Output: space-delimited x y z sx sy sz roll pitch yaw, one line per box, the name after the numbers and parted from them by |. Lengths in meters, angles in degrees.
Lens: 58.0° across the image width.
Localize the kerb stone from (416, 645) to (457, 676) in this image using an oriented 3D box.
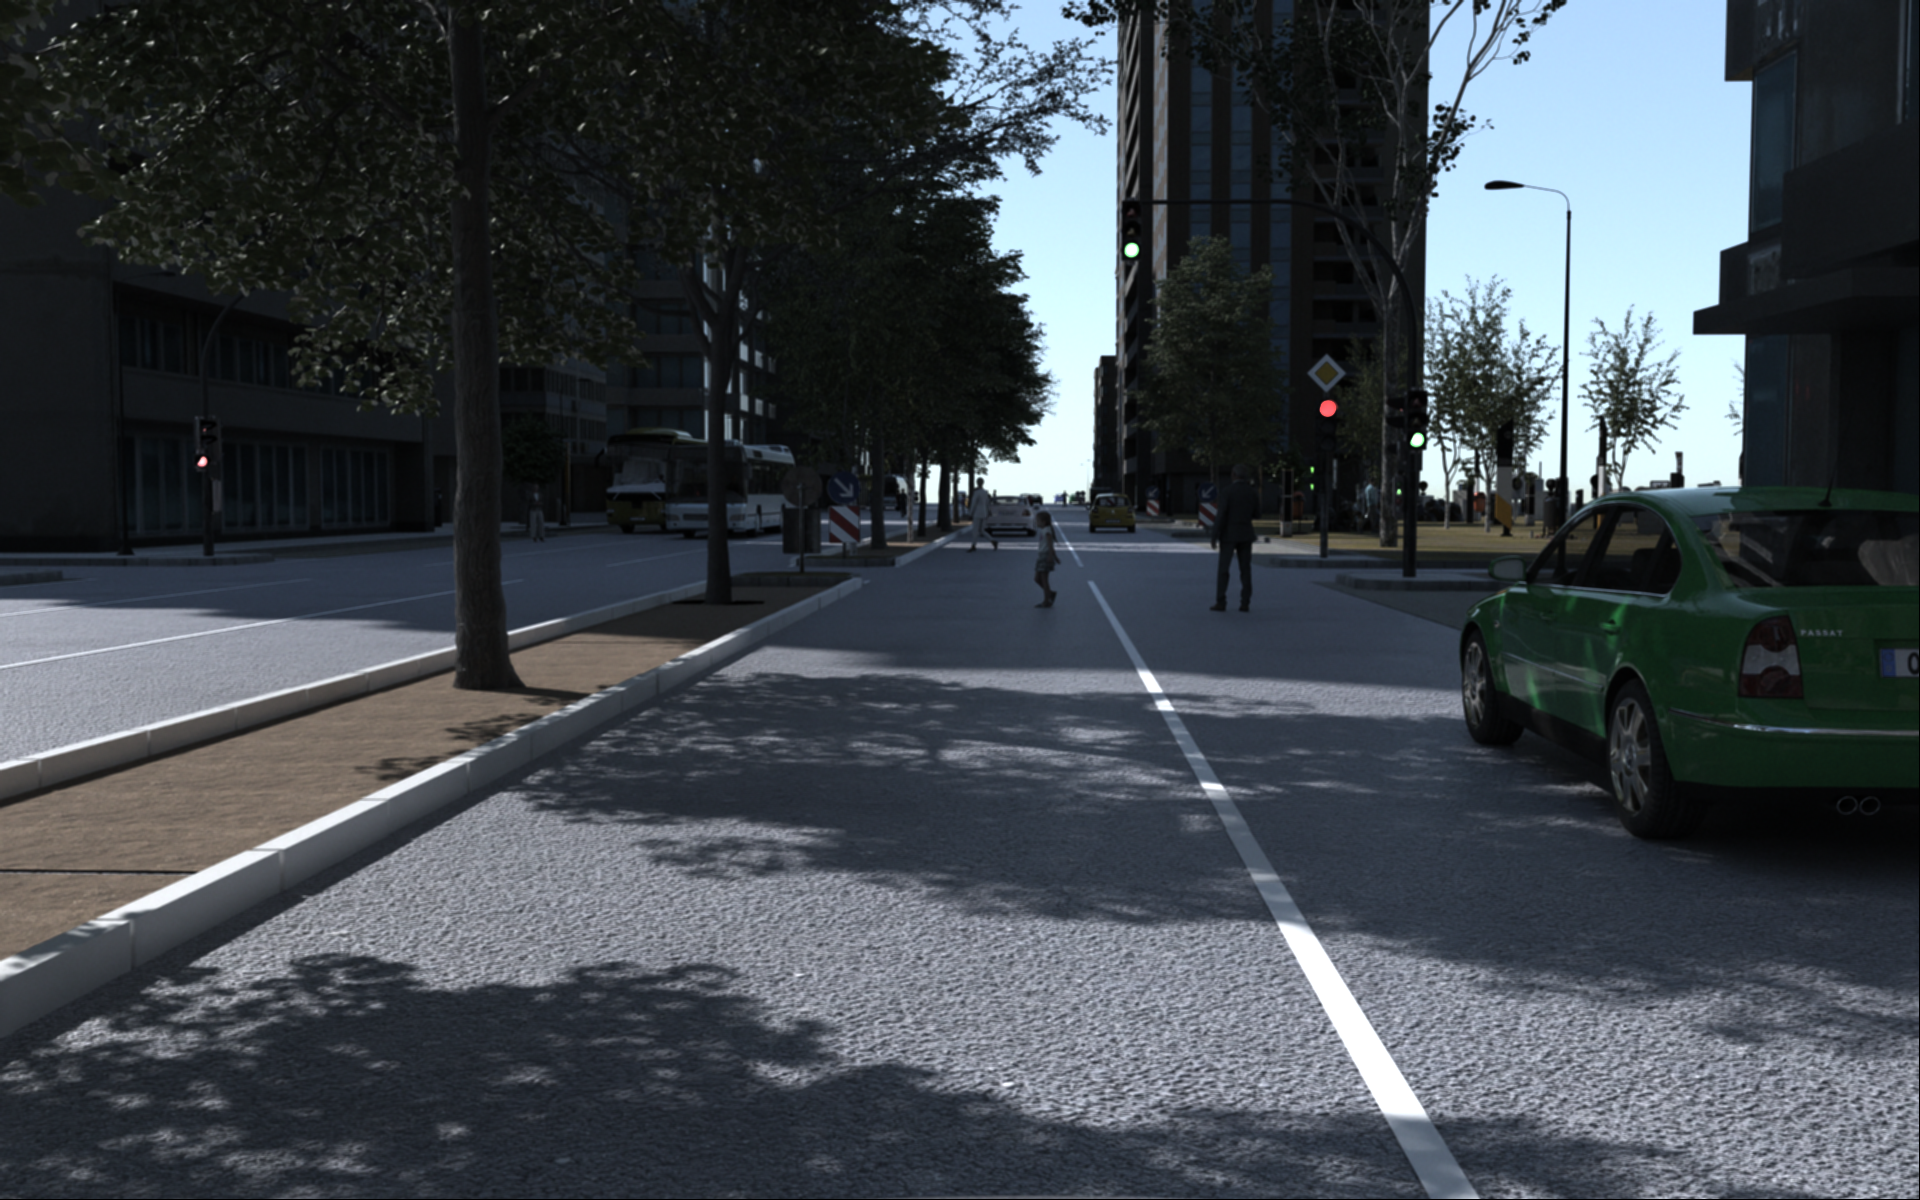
-4.252 0.502 14.002 0.120 0.150 1.000 0 4 3 | kerb stone

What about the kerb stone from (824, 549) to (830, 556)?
-3.114 -1.035 39.159 0.120 0.150 1.000 0 4 3 | kerb stone

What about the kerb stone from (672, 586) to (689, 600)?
-3.836 -0.058 23.231 0.120 0.150 1.000 0 4 3 | kerb stone

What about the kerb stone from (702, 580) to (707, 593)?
-3.741 -0.189 25.280 0.120 0.150 1.000 0 4 3 | kerb stone

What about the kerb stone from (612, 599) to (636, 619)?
-3.977 0.125 20.149 0.120 0.150 1.000 0 4 3 | kerb stone

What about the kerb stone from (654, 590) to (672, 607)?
-3.890 0.000 22.201 0.120 0.150 1.000 0 4 3 | kerb stone

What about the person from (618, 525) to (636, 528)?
-14.107 -3.966 73.203 0.748 1.841 0.638 -1 4 -9 | person

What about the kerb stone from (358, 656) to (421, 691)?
-4.296 0.564 12.981 0.120 0.150 1.000 0 4 3 | kerb stone

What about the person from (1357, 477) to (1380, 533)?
13.379 -3.104 56.649 0.748 1.841 0.638 1 4 10 | person

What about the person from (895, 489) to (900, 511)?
-5.208 -8.388 145.576 0.705 1.831 1.348 1 4 12 | person

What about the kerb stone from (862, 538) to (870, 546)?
-2.696 -1.598 48.358 0.120 0.150 1.000 0 4 3 | kerb stone

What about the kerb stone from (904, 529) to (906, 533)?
-2.101 -2.415 61.681 0.120 0.150 1.000 0 4 3 | kerb stone

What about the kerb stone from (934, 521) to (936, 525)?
-1.309 -3.477 79.094 0.120 0.150 1.000 0 4 3 | kerb stone

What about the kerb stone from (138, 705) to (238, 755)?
-4.438 0.751 9.915 0.120 0.150 1.000 0 4 3 | kerb stone

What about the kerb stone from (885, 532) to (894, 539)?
-2.332 -2.101 56.552 0.120 0.150 1.000 0 4 3 | kerb stone

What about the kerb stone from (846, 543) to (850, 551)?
-2.924 -1.288 43.248 0.120 0.150 1.000 0 4 3 | kerb stone

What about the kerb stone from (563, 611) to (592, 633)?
-4.066 0.252 18.105 0.120 0.150 1.000 0 4 3 | kerb stone

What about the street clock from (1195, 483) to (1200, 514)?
15.096 -6.449 110.017 0.358 2.002 0.471 1 4 20 | street clock

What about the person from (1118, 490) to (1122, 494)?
17.904 -11.466 194.178 0.551 1.740 0.621 -2 4 -29 | person

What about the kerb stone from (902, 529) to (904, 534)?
-2.143 -2.353 60.660 0.120 0.150 1.000 0 4 3 | kerb stone

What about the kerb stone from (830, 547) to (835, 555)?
-3.070 -1.098 40.182 0.120 0.150 1.000 0 4 3 | kerb stone

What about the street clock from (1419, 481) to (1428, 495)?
25.967 -5.662 97.142 0.471 2.002 0.358 0 4 7 | street clock

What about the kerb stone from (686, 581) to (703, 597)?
-3.787 -0.126 24.253 0.120 0.150 1.000 0 4 3 | kerb stone

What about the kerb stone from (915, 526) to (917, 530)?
-1.863 -2.726 66.801 0.120 0.150 1.000 0 4 3 | kerb stone

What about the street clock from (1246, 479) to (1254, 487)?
14.102 -4.870 84.203 0.358 2.002 0.471 2 4 35 | street clock

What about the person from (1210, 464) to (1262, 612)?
3.359 -0.771 21.287 0.661 1.801 0.590 -1 4 -20 | person

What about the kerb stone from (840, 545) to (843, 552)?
-2.974 -1.225 42.227 0.120 0.150 1.000 0 4 3 | kerb stone

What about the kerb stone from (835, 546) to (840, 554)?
-3.024 -1.154 41.207 0.120 0.150 1.000 0 4 3 | kerb stone

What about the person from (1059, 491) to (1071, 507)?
11.739 -11.349 194.048 1.348 1.826 0.705 0 4 -5 | person

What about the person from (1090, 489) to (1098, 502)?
9.132 -6.546 116.055 0.721 1.766 1.217 -3 5 -43 | person

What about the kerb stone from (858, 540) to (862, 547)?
-2.797 -1.475 46.312 0.120 0.150 1.000 0 4 3 | kerb stone

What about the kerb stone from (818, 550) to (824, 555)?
-3.171 -0.975 38.137 0.120 0.150 1.000 0 4 3 | kerb stone

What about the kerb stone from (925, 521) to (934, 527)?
-1.359 -3.414 78.068 0.120 0.150 1.000 0 4 3 | kerb stone

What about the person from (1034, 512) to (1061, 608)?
1.135 -0.509 21.843 0.382 1.210 0.505 -1 4 -11 | person

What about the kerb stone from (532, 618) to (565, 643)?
-4.115 0.315 17.083 0.120 0.150 1.000 0 4 3 | kerb stone

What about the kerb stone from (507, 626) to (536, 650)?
-4.158 0.376 16.062 0.120 0.150 1.000 0 4 3 | kerb stone

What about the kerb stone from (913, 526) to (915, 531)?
-1.918 -2.661 65.774 0.120 0.150 1.000 0 4 3 | kerb stone

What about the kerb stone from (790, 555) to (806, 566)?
-3.301 -0.787 35.060 0.120 0.150 1.000 0 4 3 | kerb stone

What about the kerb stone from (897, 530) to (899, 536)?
-2.240 -2.224 58.603 0.120 0.150 1.000 0 4 3 | kerb stone

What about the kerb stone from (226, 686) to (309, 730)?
-4.395 0.689 10.937 0.120 0.150 1.000 0 4 3 | kerb stone

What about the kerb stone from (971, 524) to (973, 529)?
0.324 -2.844 68.698 0.120 0.150 1.000 0 4 3 | kerb stone

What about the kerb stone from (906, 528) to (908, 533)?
-2.057 -2.478 62.704 0.120 0.150 1.000 0 4 3 | kerb stone

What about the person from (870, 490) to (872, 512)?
-7.106 -8.029 139.752 0.705 1.826 1.348 0 4 -1 | person

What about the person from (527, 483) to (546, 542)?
-12.629 -2.604 51.622 0.519 1.759 0.362 -2 4 -32 | person

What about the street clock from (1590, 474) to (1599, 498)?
23.424 -3.617 63.709 0.471 2.002 0.358 1 4 14 | street clock

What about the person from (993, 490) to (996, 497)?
3.091 -8.811 152.650 0.705 1.814 1.350 0 4 6 | person

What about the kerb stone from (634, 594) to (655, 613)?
-3.928 0.062 21.179 0.120 0.150 1.000 0 4 3 | kerb stone

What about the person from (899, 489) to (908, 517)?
-3.488 -6.005 107.101 0.576 1.772 0.534 -2 4 -23 | person

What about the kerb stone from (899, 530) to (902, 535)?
-2.183 -2.284 59.637 0.120 0.150 1.000 0 4 3 | kerb stone

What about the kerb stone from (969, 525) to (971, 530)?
0.231 -2.719 66.653 0.120 0.150 1.000 0 4 3 | kerb stone

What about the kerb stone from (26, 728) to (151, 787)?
-4.487 0.814 8.894 0.120 0.150 1.000 0 4 3 | kerb stone

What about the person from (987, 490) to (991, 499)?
2.328 -8.520 148.356 0.990 1.755 0.434 1 4 19 | person

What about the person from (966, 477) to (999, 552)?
0.545 -2.096 42.649 0.818 1.842 0.514 1 4 16 | person

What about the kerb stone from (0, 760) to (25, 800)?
-4.535 0.878 7.873 0.120 0.150 1.000 0 4 3 | kerb stone

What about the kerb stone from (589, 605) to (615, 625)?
-4.024 0.188 19.126 0.120 0.150 1.000 0 4 3 | kerb stone

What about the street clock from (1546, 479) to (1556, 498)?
28.265 -4.787 82.842 0.358 2.002 0.471 -2 4 -30 | street clock

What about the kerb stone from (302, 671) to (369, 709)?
-4.354 0.632 11.960 0.120 0.150 1.000 0 4 3 | kerb stone

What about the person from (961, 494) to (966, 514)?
0.167 -6.197 113.042 0.599 1.433 0.991 0 4 -8 | person

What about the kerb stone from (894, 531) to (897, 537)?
-2.278 -2.164 57.573 0.120 0.150 1.000 0 4 3 | kerb stone
